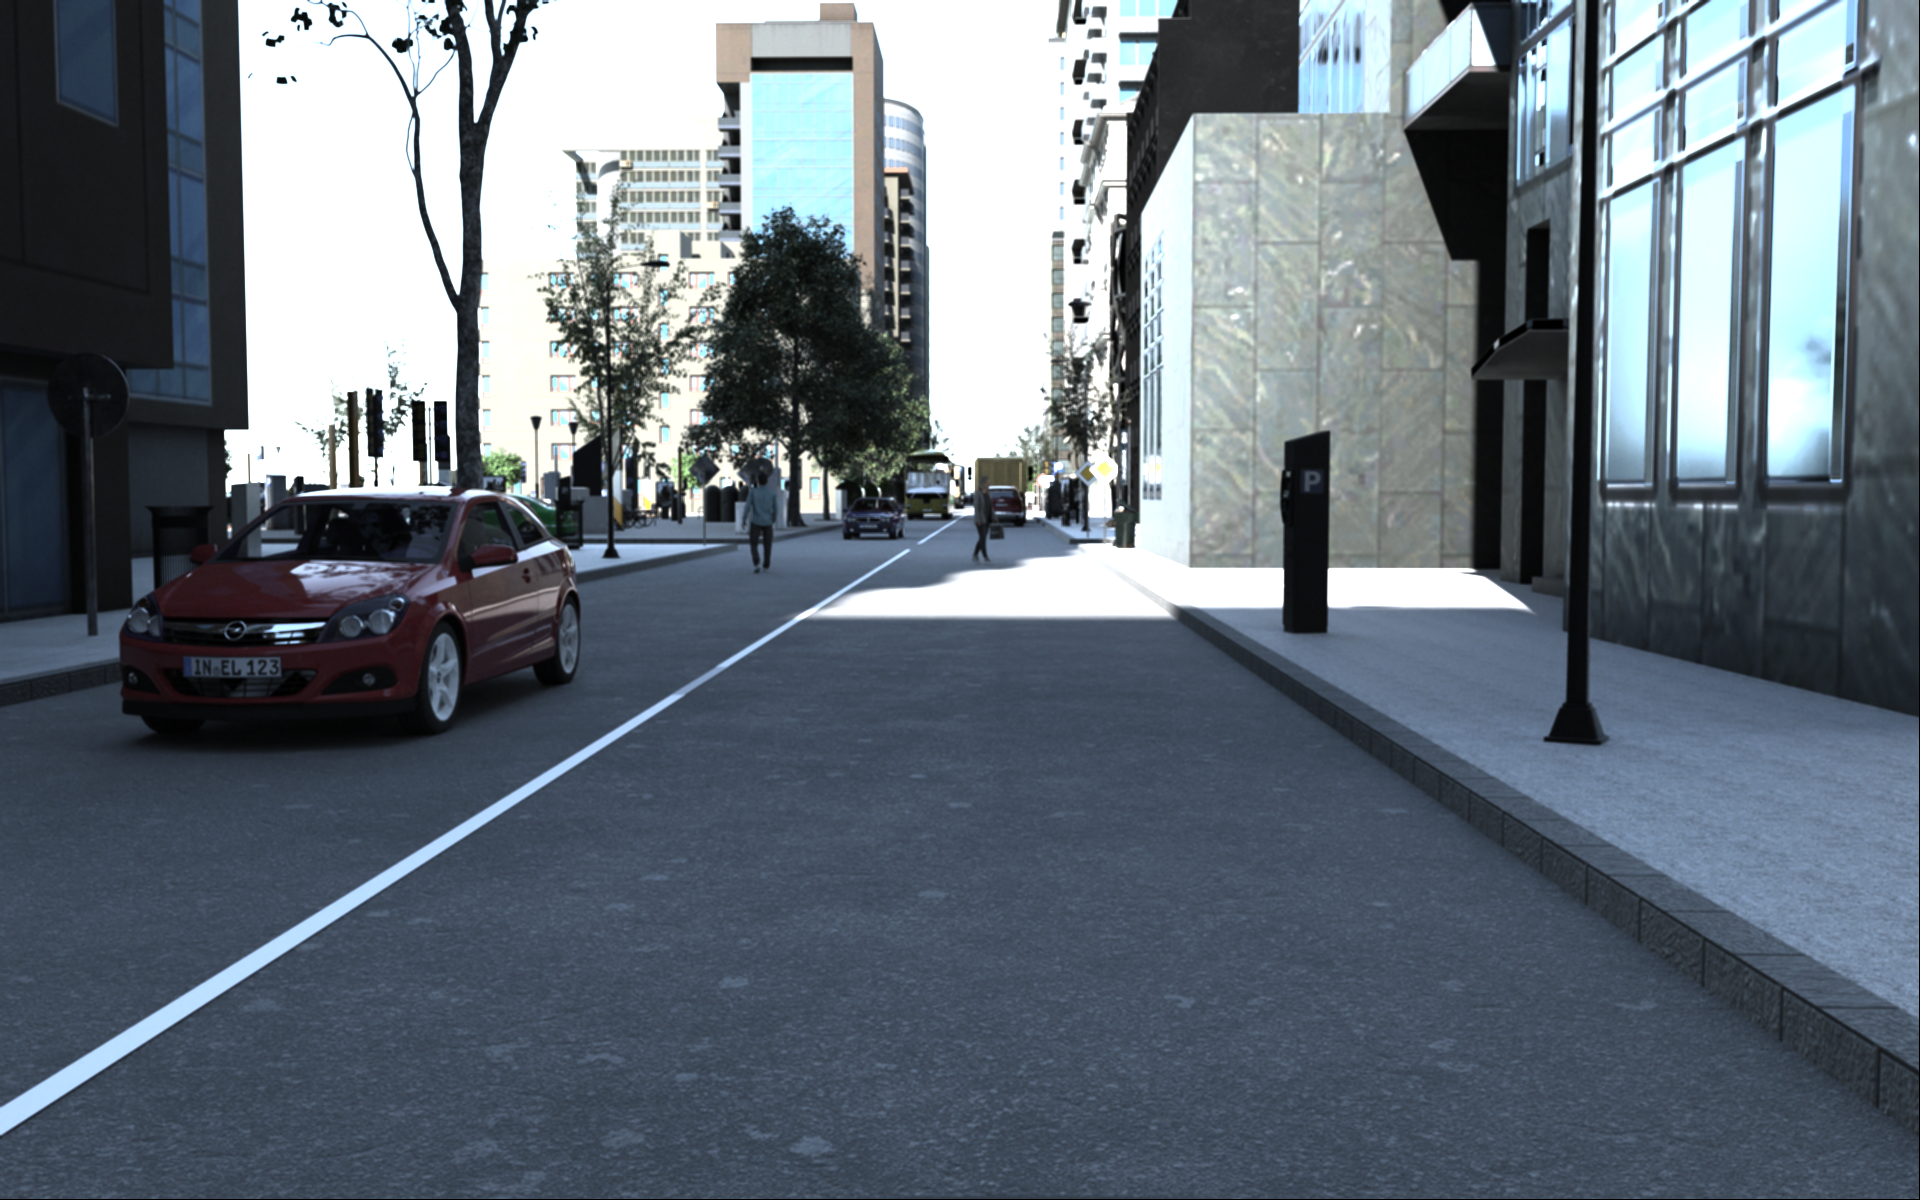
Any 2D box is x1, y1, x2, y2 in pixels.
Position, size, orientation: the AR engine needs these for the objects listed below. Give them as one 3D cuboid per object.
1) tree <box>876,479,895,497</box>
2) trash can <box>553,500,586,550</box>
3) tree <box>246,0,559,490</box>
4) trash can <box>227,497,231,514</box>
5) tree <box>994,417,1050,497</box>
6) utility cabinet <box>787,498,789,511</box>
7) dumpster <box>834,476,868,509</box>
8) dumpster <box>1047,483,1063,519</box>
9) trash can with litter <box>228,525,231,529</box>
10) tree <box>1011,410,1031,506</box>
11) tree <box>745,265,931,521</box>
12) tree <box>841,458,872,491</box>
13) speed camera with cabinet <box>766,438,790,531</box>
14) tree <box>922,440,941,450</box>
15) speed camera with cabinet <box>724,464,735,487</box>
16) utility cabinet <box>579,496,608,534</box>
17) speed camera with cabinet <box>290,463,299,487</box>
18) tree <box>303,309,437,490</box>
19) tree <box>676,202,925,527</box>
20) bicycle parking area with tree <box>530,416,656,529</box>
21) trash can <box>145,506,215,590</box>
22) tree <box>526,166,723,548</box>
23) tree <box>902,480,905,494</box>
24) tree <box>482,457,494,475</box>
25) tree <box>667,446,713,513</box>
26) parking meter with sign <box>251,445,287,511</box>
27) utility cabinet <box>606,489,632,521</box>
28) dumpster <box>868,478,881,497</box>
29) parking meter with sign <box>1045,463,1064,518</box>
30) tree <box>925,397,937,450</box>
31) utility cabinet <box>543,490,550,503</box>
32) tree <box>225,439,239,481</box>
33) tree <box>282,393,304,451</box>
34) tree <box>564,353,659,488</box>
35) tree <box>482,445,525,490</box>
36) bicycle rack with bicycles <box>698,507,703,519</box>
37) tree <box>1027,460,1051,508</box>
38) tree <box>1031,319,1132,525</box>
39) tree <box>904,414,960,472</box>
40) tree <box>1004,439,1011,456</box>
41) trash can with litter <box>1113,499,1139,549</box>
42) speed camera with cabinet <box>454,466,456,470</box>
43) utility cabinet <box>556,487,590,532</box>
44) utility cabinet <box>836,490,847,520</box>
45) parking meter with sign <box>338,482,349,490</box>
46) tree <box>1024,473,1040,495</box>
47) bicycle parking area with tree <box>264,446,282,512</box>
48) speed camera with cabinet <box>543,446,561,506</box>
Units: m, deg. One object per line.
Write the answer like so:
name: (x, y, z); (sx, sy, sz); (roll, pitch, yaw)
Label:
tree: (-5.883, -8.360, 131.294); (1.663, 3.219, 1.824); (0, 3, 0)
trash can: (-9.065, -1.745, 40.191); (0.748, 1.137, 0.748); (0, 3, 0)
tree: (-6.444, -10.434, 26.481); (12.611, 20.169, 13.585); (0, 3, 0)
trash can: (-32.168, -3.974, 76.627); (0.748, 1.137, 0.748); (0, 3, 0)
tree: (7.847, -16.794, 208.992); (8.767, 10.594, 7.601); (0, 4, -6)
utility cabinet: (-9.622, -5.292, 97.689); (1.020, 1.237, 0.306); (-2, 4, -27)
dumpster: (-5.843, -5.451, 91.614); (1.502, 2.255, 1.985); (0, 4, 1)
dumpster: (5.078, -5.063, 88.536); (1.264, 1.857, 1.865); (0, 4, 1)
trash can with litter: (-27.071, -3.265, 64.443); (2.233, 1.210, 1.678); (1, 4, 10)
tree: (6.727, -11.841, 143.965); (4.360, 8.622, 3.978); (0, 3, 0)
tree: (-6.614, -10.593, 83.560); (12.009, 13.543, 11.850); (0, 3, 0)
tree: (-5.803, -6.104, 94.399); (1.663, 3.219, 1.824); (0, 3, 0)
speed camera with cabinet: (-6.605, -4.118, 61.661); (0.660, 3.252, 2.038); (0, 4, 3)
tree: (-3.877, -16.191, 215.089); (4.360, 8.622, 3.978); (0, 3, 0)
speed camera with cabinet: (-15.280, -7.254, 112.946); (0.660, 3.252, 2.038); (1, 4, 16)
utility cabinet: (-11.780, -2.745, 56.038); (1.020, 1.237, 0.306); (-1, 4, -16)
speed camera with cabinet: (-43.321, -7.158, 111.368); (2.038, 3.252, 0.660); (0, 4, 3)
tree: (-22.729, -7.230, 68.580); (4.360, 8.622, 3.978); (0, 3, 0)
tree: (-6.466, -9.254, 68.318); (9.611, 12.733, 9.660); (0, 3, 0)
bicycle parking area with tree: (-15.667, -4.868, 66.587); (9.016, 4.147, 8.231); (1, 4, 16)
trash can: (-9.179, -0.536, 20.417); (0.748, 1.137, 0.748); (0, 3, 0)
tree: (-7.824, -5.450, 39.467); (4.360, 8.622, 3.978); (0, 3, 0)
tree: (-5.120, -10.741, 170.223); (1.663, 3.219, 1.824); (0, 3, 0)
tree: (-21.429, -5.067, 77.454); (1.663, 3.219, 1.824); (0, 3, 0)
tree: (-18.479, -8.270, 118.931); (4.285, 4.588, 4.351); (0, 3, 0)
parking meter with sign: (-24.607, -4.044, 62.388); (0.543, 3.016, 1.738); (2, 4, 25)
utility cabinet: (-16.203, -4.506, 82.344); (1.173, 1.500, 0.318); (-3, 4, -39)
dumpster: (-5.556, -6.233, 104.408); (1.502, 2.255, 1.985); (0, 4, 1)
parking meter with sign: (5.158, -6.058, 95.316); (0.543, 3.016, 1.738); (1, 4, 22)
tree: (-6.038, -12.378, 119.381); (9.611, 12.733, 9.660); (0, 3, 0)
utility cabinet: (-20.090, -4.651, 84.729); (0.318, 1.500, 1.173); (-2, 4, -25)
tree: (-35.208, -5.904, 80.244); (4.285, 4.588, 4.351); (0, 3, 0)
tree: (-32.874, -8.574, 90.548); (4.360, 8.622, 3.978); (0, 3, 0)
tree: (-17.165, -8.304, 86.125); (4.737, 8.622, 4.395); (0, 3, 0)
tree: (-31.019, -8.145, 116.886); (4.285, 4.588, 4.351); (0, 3, 0)
bicycle rack with bicycles: (-12.067, -4.580, 88.267); (2.852, 0.926, 2.925); (-2, 4, -35)
tree: (7.019, -10.918, 162.222); (4.285, 4.588, 4.351); (0, 3, 0)
tree: (5.102, -7.458, 72.299); (4.360, 8.622, 3.978); (0, 3, 0)
tree: (-3.321, -16.356, 201.824); (7.601, 10.594, 8.767); (0, 4, 5)
tree: (6.856, -14.276, 183.769); (4.360, 8.622, 3.978); (0, 3, 0)
trash can with litter: (4.128, -1.792, 40.680); (1.055, 1.170, 0.624); (1, 4, 13)
speed camera with cabinet: (-35.690, -7.813, 122.071); (0.660, 3.252, 2.038); (-1, 4, -9)
utility cabinet: (-12.831, -2.984, 57.463); (0.318, 1.500, 1.173); (3, 4, 38)
utility cabinet: (-5.837, -4.697, 85.483); (0.318, 1.500, 1.173); (-1, 4, -18)
parking meter with sign: (-40.358, -7.168, 113.453); (1.738, 3.016, 0.543); (-3, 5, -40)
tree: (6.758, -10.002, 158.135); (1.663, 3.219, 1.824); (0, 3, 0)
bicycle parking area with tree: (-41.298, -6.962, 100.825); (9.016, 4.147, 8.231); (2, 4, 31)
speed camera with cabinet: (-16.848, -4.763, 72.218); (0.660, 3.252, 2.038); (0, 4, 1)
